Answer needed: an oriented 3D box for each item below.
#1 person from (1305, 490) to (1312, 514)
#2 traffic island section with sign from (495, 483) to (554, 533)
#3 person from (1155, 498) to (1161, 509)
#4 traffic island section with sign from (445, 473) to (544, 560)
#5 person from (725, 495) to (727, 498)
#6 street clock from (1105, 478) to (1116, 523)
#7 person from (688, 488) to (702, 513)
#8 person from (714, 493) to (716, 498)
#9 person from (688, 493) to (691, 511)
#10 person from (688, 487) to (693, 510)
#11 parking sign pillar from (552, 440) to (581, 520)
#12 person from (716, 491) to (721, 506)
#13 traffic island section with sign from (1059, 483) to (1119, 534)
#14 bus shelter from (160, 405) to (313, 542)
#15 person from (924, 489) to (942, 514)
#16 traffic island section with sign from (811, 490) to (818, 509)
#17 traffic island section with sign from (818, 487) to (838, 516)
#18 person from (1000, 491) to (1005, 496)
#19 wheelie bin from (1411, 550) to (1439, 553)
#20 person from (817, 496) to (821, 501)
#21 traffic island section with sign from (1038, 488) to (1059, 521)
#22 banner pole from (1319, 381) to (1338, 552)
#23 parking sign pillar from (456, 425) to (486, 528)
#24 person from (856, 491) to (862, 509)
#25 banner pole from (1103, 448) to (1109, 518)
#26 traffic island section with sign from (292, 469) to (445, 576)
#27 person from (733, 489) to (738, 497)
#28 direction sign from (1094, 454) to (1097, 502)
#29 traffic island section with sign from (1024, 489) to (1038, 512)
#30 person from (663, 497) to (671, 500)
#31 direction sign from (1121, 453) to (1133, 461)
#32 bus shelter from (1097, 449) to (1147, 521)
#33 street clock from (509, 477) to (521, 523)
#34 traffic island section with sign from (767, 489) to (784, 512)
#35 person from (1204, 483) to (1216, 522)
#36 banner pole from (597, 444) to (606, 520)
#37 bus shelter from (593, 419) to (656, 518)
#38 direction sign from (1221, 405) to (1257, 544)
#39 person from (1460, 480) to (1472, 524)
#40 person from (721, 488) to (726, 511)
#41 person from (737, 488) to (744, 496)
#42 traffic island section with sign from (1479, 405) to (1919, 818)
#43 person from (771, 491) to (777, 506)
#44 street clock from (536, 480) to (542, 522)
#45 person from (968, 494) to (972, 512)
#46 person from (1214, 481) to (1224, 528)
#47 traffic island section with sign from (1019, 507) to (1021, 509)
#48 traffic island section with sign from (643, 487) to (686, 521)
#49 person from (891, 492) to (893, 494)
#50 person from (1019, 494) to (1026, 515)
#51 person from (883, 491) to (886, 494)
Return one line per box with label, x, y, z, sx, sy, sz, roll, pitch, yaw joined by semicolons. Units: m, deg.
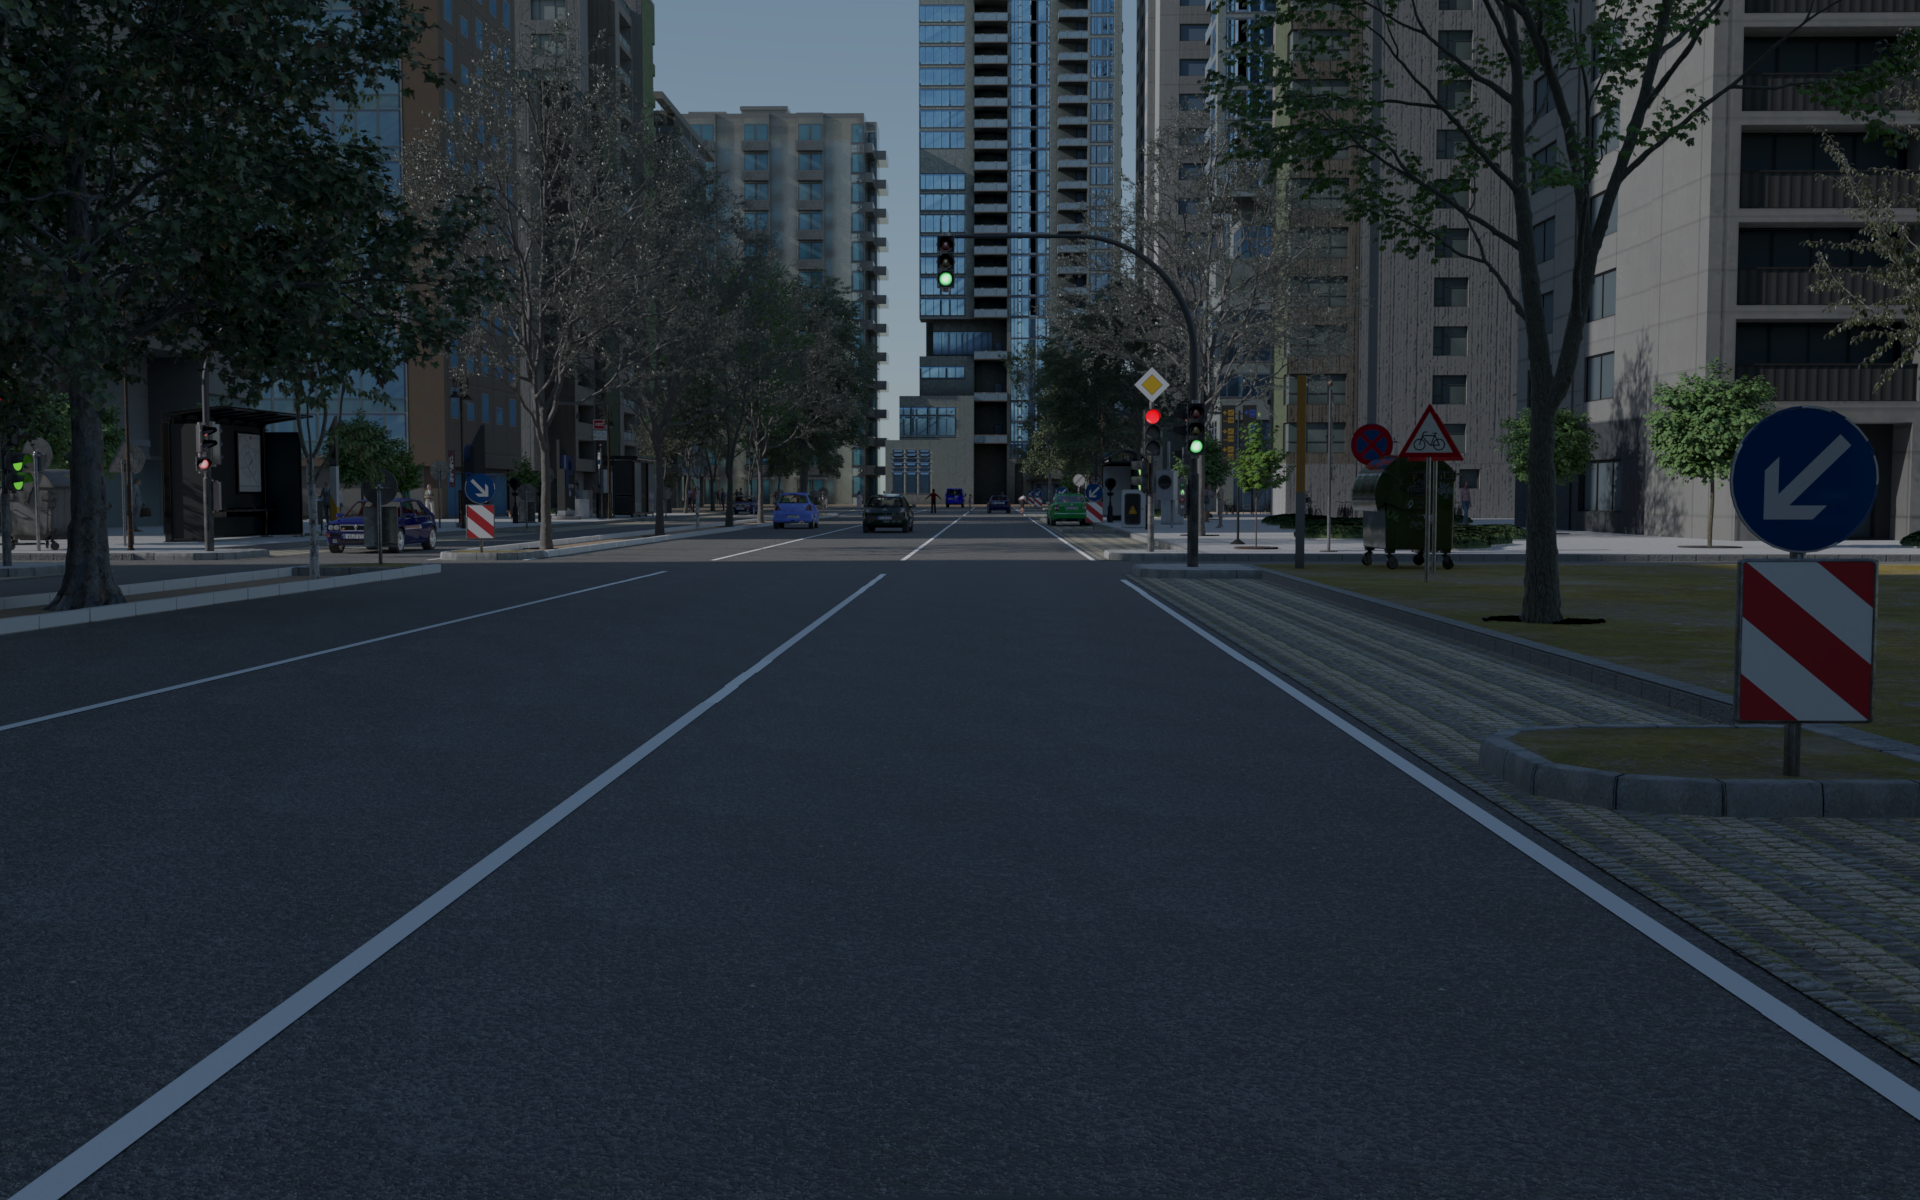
person;15.462;-4.364;77.753;0.716;1.782;0.532;2;4;31
traffic island section with sign;-16.071;-3.379;63.867;1.989;1.847;2.006;0;4;1
person;15.161;-7.475;131.489;0.991;1.433;0.599;1;4;13
traffic island section with sign;-10.456;-1.854;38.443;2.006;1.907;1.989;0;4;1
person;-23.470;-10.413;175.921;0.705;1.869;1.348;-3;4;-37
street clock;6.729;-4.464;77.548;0.471;2.002;0.358;-2;4;-30
person;-18.465;-6.957;120.514;1.217;1.743;0.721;-1;4;-22
person;-23.511;-9.534;165.164;0.421;1.427;0.697;3;4;36
person;-20.137;-7.278;128.264;0.421;1.427;0.697;-1;4;-17
person;-21.644;-8.151;139.176;0.599;1.838;0.709;3;5;43
parking sign pillar;-19.714;-6.006;86.675;1.447;3.967;1.447;1;4;9
person;-26.100;-11.001;187.386;0.593;1.643;0.415;-1;4;-17
traffic island section with sign;4.739;-3.334;63.138;1.989;1.847;2.006;0;4;1
bus shelter;-20.307;-3.528;48.970;1.731;3.624;6.357;0;4;1
person;-1.962;-7.299;127.796;1.348;1.831;0.705;-1;4;-13
traffic island section with sign;-14.105;-9.725;167.623;1.989;1.847;2.006;0;4;1
traffic island section with sign;-9.038;-6.448;113.568;2.006;1.907;1.989;0;4;1
person;4.651;-10.938;188.051;1.217;1.735;0.721;-2;4;-33
wheelie bin;10.186;-1.837;37.940;0.693;1.594;0.980;0;4;5
person;-14.380;-10.111;177.038;0.599;1.433;0.991;-2;4;-24
traffic island section with sign;5.281;-5.077;91.643;1.989;1.847;2.006;0;4;1
banner pole;8.247;-2.966;38.513;0.401;3.779;0.863;1;4;18
parking sign pillar;-18.713;-4.789;66.768;1.447;3.967;1.447;0;4;4
person;-9.368;-9.280;160.889;0.551;1.740;0.621;-3;5;-42
banner pole;7.764;-6.287;92.807;0.401;3.779;0.863;-2;4;-24
traffic island section with sign;-10.607;-1.401;31.038;2.006;1.907;1.989;0;4;1
person;-23.556;-10.793;182.647;1.348;1.807;0.705;-3;5;-45
direction sign;7.603;-6.422;97.005;0.379;3.537;0.876;0;4;-4
traffic island section with sign;6.192;-8.050;140.240;1.989;1.847;2.006;0;4;1
person;-24.804;-8.476;144.757;1.348;1.807;0.705;-1;4;-23
direction sign;8.613;-5.937;89.060;0.876;3.537;0.379;-3;5;-41
bus shelter;7.552;-5.311;80.760;2.014;3.302;5.546;0;4;1
street clock;-19.429;-4.348;75.653;0.471;2.002;0.358;2;4;29
traffic island section with sign;-14.613;-8.076;140.673;1.989;1.847;2.006;0;4;1
person;11.198;-4.393;78.223;0.716;1.782;0.532;-2;4;-33
banner pole;-18.076;-5.932;87.008;0.401;3.779;0.863;-2;4;-28
bus shelter;-18.533;-7.211;95.528;2.179;5.291;8.768;0;4;1
direction sign;7.097;-3.189;44.133;0.876;3.537;0.379;0;4;8
person;19.344;-3.685;66.295;0.555;1.821;0.388;-3;4;-38
person;-18.143;-7.684;132.587;0.530;1.710;0.541;3;4;36
person;-17.754;-8.215;140.437;0.705;1.814;1.350;-3;5;-42
traffic island section with sign;3.703;0.004;8.568;1.989;1.847;2.006;0;4;1
person;-20.569;-11.254;193.324;1.217;1.723;0.721;1;4;12
street clock;-19.224;-4.567;79.245;0.358;2.002;0.471;-1;4;-21
person;0.760;-7.929;141.369;0.599;1.433;0.991;0;4;-6
person;9.778;-3.606;65.345;0.374;1.781;0.599;1;4;16
traffic island section with sign;6.708;-9.698;167.190;1.989;1.847;2.006;0;4;1
traffic island section with sign;-15.547;-5.060;91.359;1.989;1.847;2.006;0;4;1
person;-6.604;-9.688;168.371;0.415;1.643;0.593;-2;4;-23
person;4.320;-6.520;118.294;0.628;1.438;0.799;-1;4;-15
person;-6.511;-8.574;149.629;0.756;1.711;0.436;-2;4;-24
